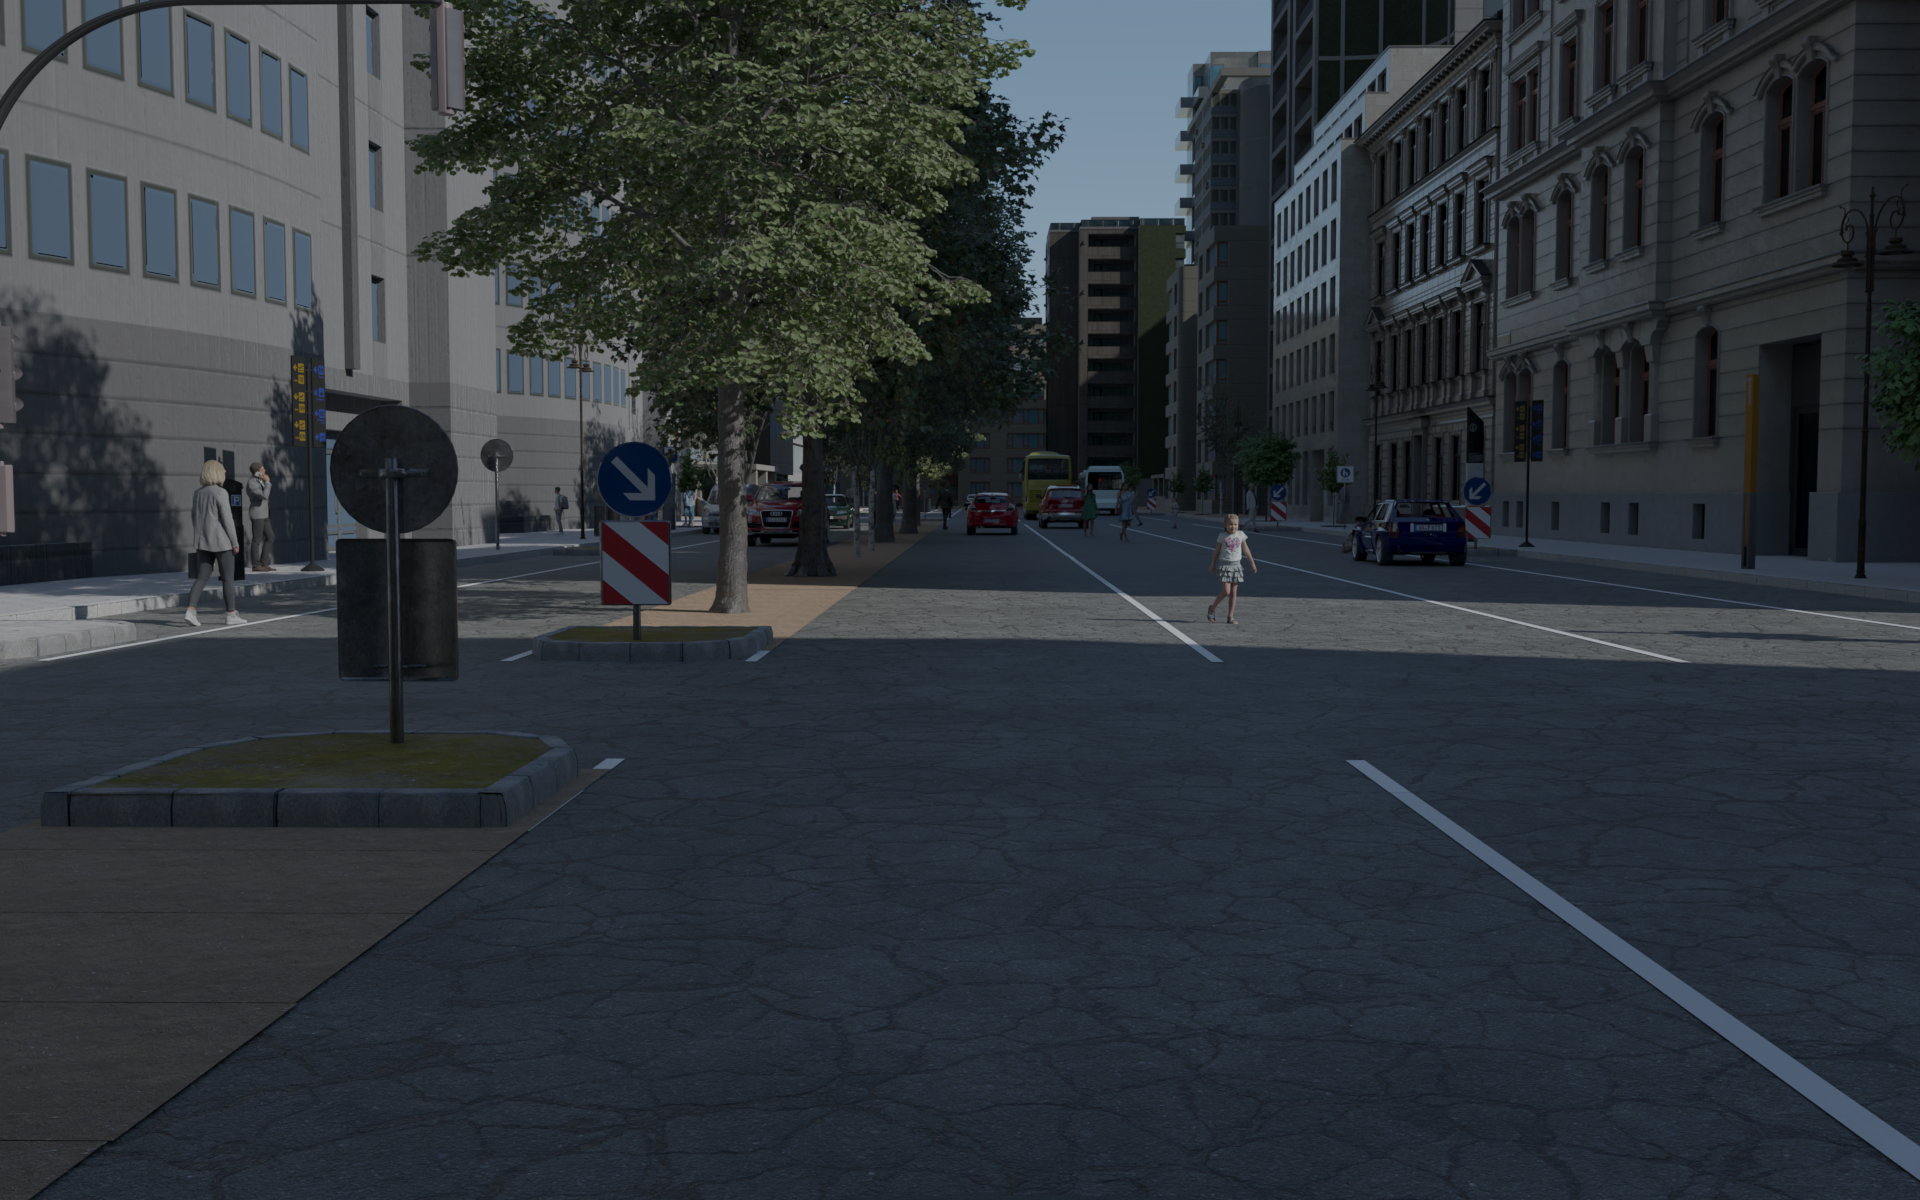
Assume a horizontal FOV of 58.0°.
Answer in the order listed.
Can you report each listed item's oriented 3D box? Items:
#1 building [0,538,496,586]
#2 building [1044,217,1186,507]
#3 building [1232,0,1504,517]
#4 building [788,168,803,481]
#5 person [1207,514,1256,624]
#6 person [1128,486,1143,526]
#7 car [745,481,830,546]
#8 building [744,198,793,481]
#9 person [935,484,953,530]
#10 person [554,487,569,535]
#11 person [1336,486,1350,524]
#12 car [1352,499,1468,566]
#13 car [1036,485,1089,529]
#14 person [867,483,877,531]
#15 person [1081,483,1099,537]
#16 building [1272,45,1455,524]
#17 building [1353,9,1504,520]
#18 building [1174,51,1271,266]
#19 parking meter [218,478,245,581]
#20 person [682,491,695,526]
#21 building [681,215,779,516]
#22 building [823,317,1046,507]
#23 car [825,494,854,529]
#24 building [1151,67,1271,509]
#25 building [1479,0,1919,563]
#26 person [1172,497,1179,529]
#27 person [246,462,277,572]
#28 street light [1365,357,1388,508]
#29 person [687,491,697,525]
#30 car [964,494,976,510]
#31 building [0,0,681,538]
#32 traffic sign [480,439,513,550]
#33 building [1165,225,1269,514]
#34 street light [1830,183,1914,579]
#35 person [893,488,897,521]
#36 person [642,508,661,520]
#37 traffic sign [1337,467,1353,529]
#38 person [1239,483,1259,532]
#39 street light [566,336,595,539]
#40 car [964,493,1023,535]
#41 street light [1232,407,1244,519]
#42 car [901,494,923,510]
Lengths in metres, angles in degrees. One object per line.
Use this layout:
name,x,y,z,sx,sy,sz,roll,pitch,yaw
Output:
building,-22.899,-29.867,30.326,21.231,58.520,28.212,0,4,1
building,16.126,-25.168,183.205,14.107,30.474,14.160,0,4,1
building,27.703,-40.462,99.803,20.563,71.187,20.611,0,4,1
building,-25.923,-34.320,150.378,27.495,52.752,28.713,0,4,1
person,3.024,-0.351,19.250,0.505,1.210,0.382,-1,4,-12
person,7.755,-4.195,77.354,0.850,1.792,0.678,0,4,7
car,-4.885,-2.481,49.238,2.281,1.827,5.304,0,4,1
building,-19.605,-28.917,122.897,14.600,45.320,14.200,0,4,1
person,-0.555,-3.749,69.572,0.659,1.850,0.755,2,4,27
person,-12.585,-2.800,54.414,0.503,1.515,0.523,2,4,32
person,16.385,-4.149,73.977,0.635,1.810,0.391,-2,4,-31
car,9.278,-1.430,35.966,1.945,1.354,3.894,0,4,2
car,4.386,-3.969,73.568,2.281,1.827,5.304,0,4,1
person,-2.792,-2.898,56.062,0.473,1.802,0.592,0,4,5
person,4.359,-3.035,58.377,0.600,1.795,0.529,-1,4,-21
building,21.564,-13.935,82.595,10.420,20.320,16.860,0,4,1
building,21.928,-12.230,64.586,10.561,19.102,19.286,0,4,1
building,38.475,-34.748,187.741,30.456,49.044,23.786,0,4,1
parking meter,-10.844,-1.060,25.742,0.372,1.533,0.369,0,3,0
person,-11.070,-3.933,70.606,0.793,1.790,0.793,1,4,21
building,-27.728,-25.212,104.094,32.217,40.220,23.993,0,4,1
building,-5.460,-21.146,190.783,28.899,21.520,27.650,0,4,1
car,-5.367,-3.809,72.056,2.009,1.686,4.222,0,4,0
building,33.552,-28.142,152.004,32.217,40.220,23.993,0,4,1
building,22.767,-15.610,42.606,14.401,28.519,23.554,0,4,1
person,8.902,-3.615,71.878,0.394,1.301,0.425,-3,4,-39
person,-11.543,-1.370,28.621,0.473,1.802,0.592,0,4,1
street light,14.054,-5.245,58.543,0.468,5.910,1.993,0,4,1
person,-11.113,-3.999,71.436,0.555,1.821,0.388,2,4,29
car,1.344,-8.644,153.336,2.014,1.417,4.499,0,4,2
building,-23.882,-32.079,66.486,21.231,58.520,28.212,0,4,1
traffic sign,-10.657,-2.431,39.860,0.768,2.556,0.104,0,4,2
building,30.358,-17.184,125.996,27.650,21.520,28.899,0,4,1
street light,13.716,-3.267,26.200,0.468,5.910,1.993,0,4,1
person,-3.569,-4.989,90.640,0.524,1.755,0.480,-1,4,-13
person,-8.146,-2.210,45.470,0.563,1.720,0.643,-3,5,-43
traffic sign,14.079,-3.744,63.338,0.606,2.300,0.079,1,4,9
person,10.801,-3.437,64.577,0.818,1.842,0.514,0,4,6
street light,-10.779,-4.681,49.325,0.468,5.910,1.993,0,4,1
car,1.184,-3.242,62.044,2.155,1.783,4.494,0,4,2
street light,14.518,-7.202,90.545,0.468,5.910,1.993,0,4,1
car,-4.185,-9.107,157.566,2.281,1.827,5.304,0,4,1
